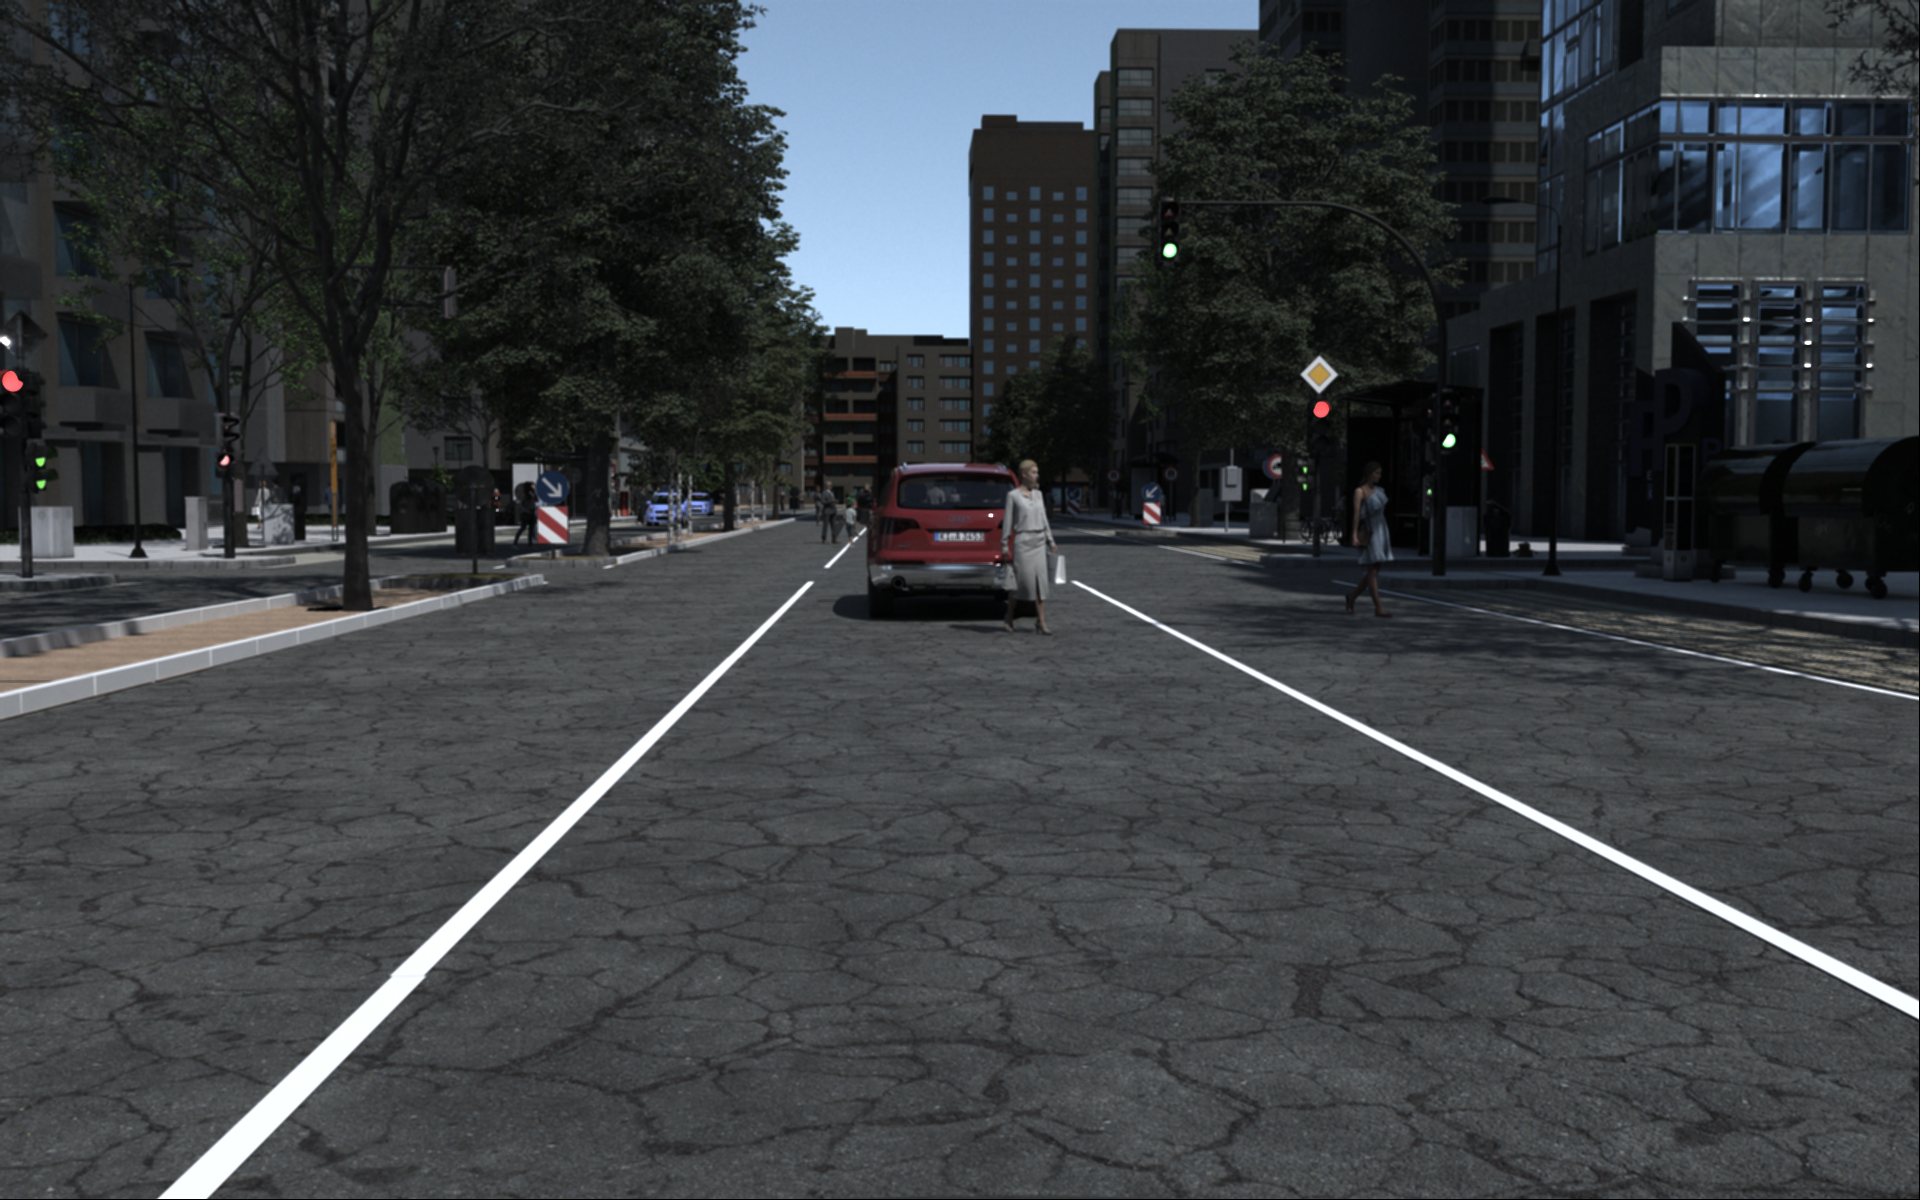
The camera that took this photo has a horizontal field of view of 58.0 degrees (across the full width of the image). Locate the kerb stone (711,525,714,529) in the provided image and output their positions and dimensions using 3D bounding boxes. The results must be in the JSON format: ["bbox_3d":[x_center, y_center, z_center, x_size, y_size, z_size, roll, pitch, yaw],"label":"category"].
[{"bbox_3d":[-10.247,-2.952,70.584,0.120,0.150,1.000,0,4,-2],"label":"kerb stone"}]

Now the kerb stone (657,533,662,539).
[{"bbox_3d":[-9.724,-2.018,55.202,0.120,0.150,1.000,0,4,-2],"label":"kerb stone"}]

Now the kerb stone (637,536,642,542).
[{"bbox_3d":[-9.585,-1.765,51.108,0.120,0.150,1.000,0,4,-2],"label":"kerb stone"}]

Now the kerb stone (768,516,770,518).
[{"bbox_3d":[-11.259,-4.777,100.296,0.120,0.150,1.000,0,4,-2],"label":"kerb stone"}]

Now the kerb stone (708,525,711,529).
[{"bbox_3d":[-10.213,-2.897,69.562,0.120,0.150,1.000,0,4,-2],"label":"kerb stone"}]

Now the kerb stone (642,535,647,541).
[{"bbox_3d":[-9.619,-1.828,52.130,0.120,0.150,1.000,0,4,-2],"label":"kerb stone"}]

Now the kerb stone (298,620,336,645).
[{"bbox_3d":[-6.318,0.330,16.838,0.120,0.150,1.000,0,4,-2],"label":"kerb stone"}]

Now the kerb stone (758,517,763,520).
[{"bbox_3d":[-11.082,-4.463,95.168,0.120,0.150,1.000,0,4,-2],"label":"kerb stone"}]

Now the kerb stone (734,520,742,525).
[{"bbox_3d":[-10.662,-3.705,82.876,0.120,0.150,1.000,0,4,-2],"label":"kerb stone"}]

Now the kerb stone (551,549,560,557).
[{"bbox_3d":[-9.169,-1.015,38.795,0.120,0.150,1.000,0,4,-2],"label":"kerb stone"}]

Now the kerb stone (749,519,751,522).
[{"bbox_3d":[-10.834,-4.023,87.994,0.120,0.150,1.000,0,4,-2],"label":"kerb stone"}]

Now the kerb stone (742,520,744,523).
[{"bbox_3d":[-10.694,-3.774,83.897,0.120,0.150,1.000,0,4,-2],"label":"kerb stone"}]

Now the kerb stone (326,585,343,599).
[{"bbox_3d":[-8.655,-0.103,23.887,0.120,0.150,1.000,0,4,-2],"label":"kerb stone"}]

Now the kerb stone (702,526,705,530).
[{"bbox_3d":[-10.139,-2.768,67.515,0.120,0.150,1.000,0,4,-2],"label":"kerb stone"}]

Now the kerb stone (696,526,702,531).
[{"bbox_3d":[-10.105,-2.709,66.493,0.120,0.150,1.000,0,4,-2],"label":"kerb stone"}]

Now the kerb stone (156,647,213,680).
[{"bbox_3d":[-6.221,0.516,13.762,0.120,0.150,1.000,0,4,-2],"label":"kerb stone"}]

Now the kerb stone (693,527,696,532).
[{"bbox_3d":[-10.032,-2.583,64.433,0.120,0.150,1.000,0,4,-2],"label":"kerb stone"}]

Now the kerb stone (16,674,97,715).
[{"bbox_3d":[-6.148,0.642,11.707,0.120,0.150,1.000,0,4,-2],"label":"kerb stone"}]

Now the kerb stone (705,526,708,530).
[{"bbox_3d":[-10.183,-2.834,68.536,0.120,0.150,1.000,0,4,-2],"label":"kerb stone"}]

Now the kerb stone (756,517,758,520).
[{"bbox_3d":[-10.982,-4.272,92.089,0.120,0.150,1.000,0,4,-2],"label":"kerb stone"}]

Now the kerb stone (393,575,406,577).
[{"bbox_3d":[-8.758,-0.291,26.951,0.120,0.150,1.000,0,4,-2],"label":"kerb stone"}]

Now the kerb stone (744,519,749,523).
[{"bbox_3d":[-10.806,-3.957,86.972,0.120,0.150,1.000,0,4,-2],"label":"kerb stone"}]

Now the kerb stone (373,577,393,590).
[{"bbox_3d":[-8.732,-0.228,25.929,0.120,0.150,1.000,0,4,-2],"label":"kerb stone"}]

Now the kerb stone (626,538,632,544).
[{"bbox_3d":[-9.515,-1.643,49.065,0.120,0.150,1.000,0,4,-2],"label":"kerb stone"}]

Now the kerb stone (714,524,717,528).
[{"bbox_3d":[-10.284,-3.022,71.606,0.120,0.150,1.000,0,4,-2],"label":"kerb stone"}]

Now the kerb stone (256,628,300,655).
[{"bbox_3d":[-6.285,0.391,15.810,0.120,0.150,1.000,0,4,-2],"label":"kerb stone"}]

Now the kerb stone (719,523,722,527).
[{"bbox_3d":[-10.354,-3.144,73.651,0.120,0.150,1.000,0,4,-2],"label":"kerb stone"}]

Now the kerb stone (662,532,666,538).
[{"bbox_3d":[-9.758,-2.082,56.228,0.120,0.150,1.000,0,4,-2],"label":"kerb stone"}]

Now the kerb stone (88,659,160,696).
[{"bbox_3d":[-6.183,0.578,12.740,0.120,0.150,1.000,0,4,-2],"label":"kerb stone"}]

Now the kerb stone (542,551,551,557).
[{"bbox_3d":[-9.131,-0.953,37.772,0.120,0.150,1.000,0,4,-2],"label":"kerb stone"}]

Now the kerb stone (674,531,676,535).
[{"bbox_3d":[-9.862,-2.270,59.304,0.120,0.150,1.000,0,4,-2],"label":"kerb stone"}]

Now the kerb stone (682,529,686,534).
[{"bbox_3d":[-9.933,-2.389,61.359,0.120,0.150,1.000,0,4,-2],"label":"kerb stone"}]

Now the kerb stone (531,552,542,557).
[{"bbox_3d":[-9.098,-0.890,36.751,0.120,0.150,1.000,0,4,-2],"label":"kerb stone"}]

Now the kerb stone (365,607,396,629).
[{"bbox_3d":[-6.387,0.203,18.884,0.120,0.150,1.000,0,4,-2],"label":"kerb stone"}]

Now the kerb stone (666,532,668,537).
[{"bbox_3d":[-9.796,-2.138,57.251,0.120,0.150,1.000,0,4,-2],"label":"kerb stone"}]

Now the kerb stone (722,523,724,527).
[{"bbox_3d":[-10.386,-3.207,74.677,0.120,0.150,1.000,0,4,-2],"label":"kerb stone"}]

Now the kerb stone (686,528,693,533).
[{"bbox_3d":[-10.002,-2.520,63.411,0.120,0.150,1.000,0,4,-2],"label":"kerb stone"}]

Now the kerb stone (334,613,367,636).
[{"bbox_3d":[-6.353,0.267,17.859,0.120,0.150,1.000,0,4,-2],"label":"kerb stone"}]

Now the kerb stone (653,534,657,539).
[{"bbox_3d":[-9.688,-1.956,54.173,0.120,0.150,1.000,0,4,-2],"label":"kerb stone"}]

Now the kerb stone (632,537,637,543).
[{"bbox_3d":[-9.550,-1.702,50.087,0.120,0.150,1.000,0,4,-2],"label":"kerb stone"}]

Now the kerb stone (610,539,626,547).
[{"bbox_3d":[-9.481,-1.580,48.025,0.120,0.150,1.000,0,4,-2],"label":"kerb stone"}]

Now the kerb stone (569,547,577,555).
[{"bbox_3d":[-9.239,-1.135,40.840,0.120,0.150,1.000,0,4,-2],"label":"kerb stone"}]

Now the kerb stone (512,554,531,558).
[{"bbox_3d":[-9.067,-0.827,35.726,0.120,0.150,1.000,0,4,-2],"label":"kerb stone"}]

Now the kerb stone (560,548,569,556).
[{"bbox_3d":[-9.206,-1.078,39.818,0.120,0.150,1.000,0,4,-2],"label":"kerb stone"}]

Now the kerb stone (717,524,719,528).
[{"bbox_3d":[-10.313,-3.085,72.630,0.120,0.150,1.000,0,4,-2],"label":"kerb stone"}]

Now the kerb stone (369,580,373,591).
[{"bbox_3d":[-8.698,-0.166,24.908,0.120,0.150,1.000,0,4,-2],"label":"kerb stone"}]

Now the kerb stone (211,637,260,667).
[{"bbox_3d":[-6.251,0.453,14.789,0.120,0.150,1.000,0,4,-2],"label":"kerb stone"}]

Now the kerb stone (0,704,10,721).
[{"bbox_3d":[-6.111,0.704,10.685,0.120,0.150,1.000,0,4,-2],"label":"kerb stone"}]

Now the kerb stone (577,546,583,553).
[{"bbox_3d":[-9.279,-1.199,41.863,0.120,0.150,1.000,0,4,-2],"label":"kerb stone"}]

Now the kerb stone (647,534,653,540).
[{"bbox_3d":[-9.647,-1.893,53.152,0.120,0.150,1.000,0,4,-2],"label":"kerb stone"}]

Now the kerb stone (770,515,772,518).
[{"bbox_3d":[-11.319,-4.903,102.354,0.120,0.150,1.000,0,4,-2],"label":"kerb stone"}]
